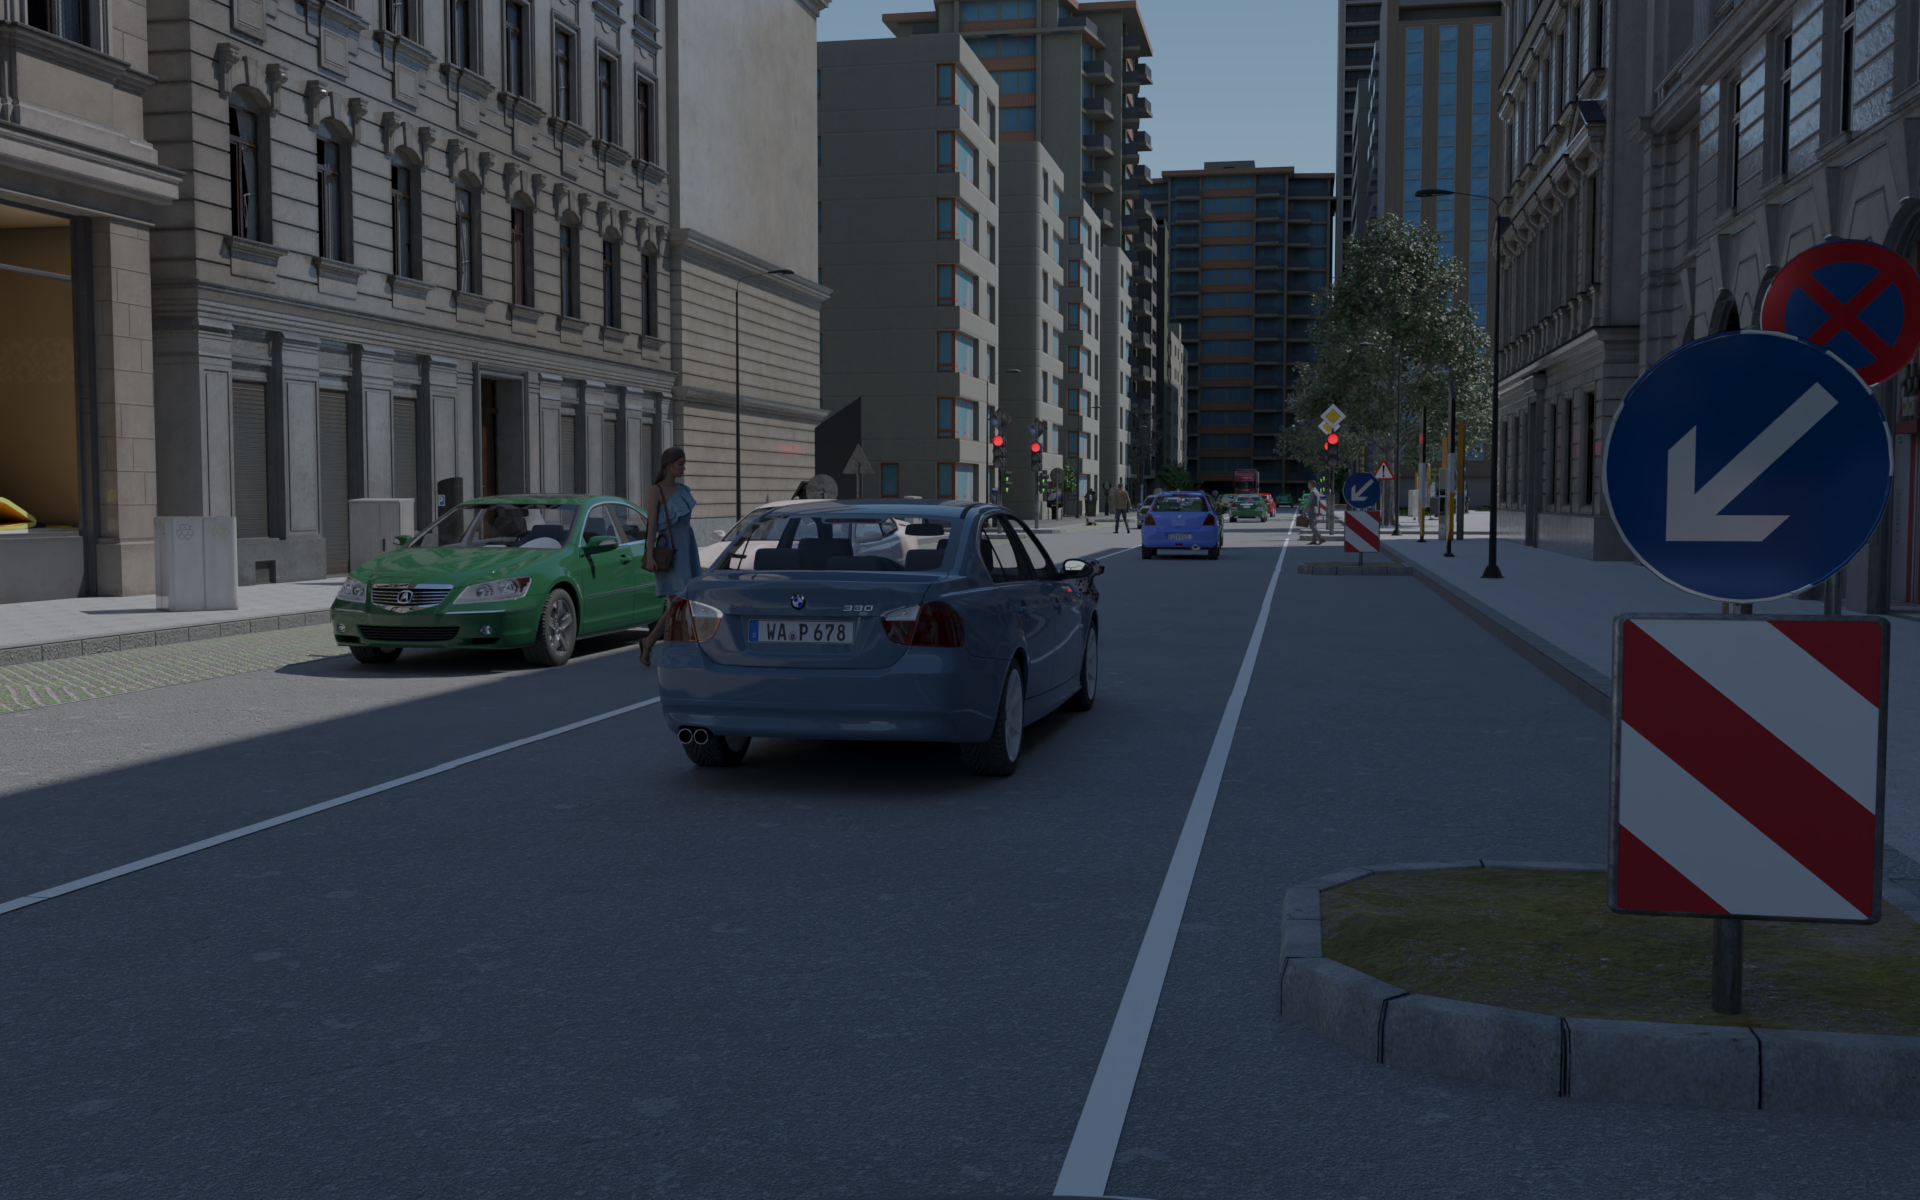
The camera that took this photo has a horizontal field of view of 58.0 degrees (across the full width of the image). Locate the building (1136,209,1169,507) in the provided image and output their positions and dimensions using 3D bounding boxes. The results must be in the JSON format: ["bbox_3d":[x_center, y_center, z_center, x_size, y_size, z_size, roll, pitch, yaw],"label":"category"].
[{"bbox_3d":[13.471,-24.691,175.396,14.160,30.474,14.107,1,4,11],"label":"building"}]

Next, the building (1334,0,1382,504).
[{"bbox_3d":[59.571,-48.198,226.285,20.611,71.187,20.563,1,4,11],"label":"building"}]

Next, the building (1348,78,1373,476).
[{"bbox_3d":[54.501,-34.765,192.114,21.300,48.544,21.600,1,4,11],"label":"building"}]

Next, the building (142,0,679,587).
[{"bbox_3d":[-12.976,-11.197,32.219,9.793,20.994,18.267,1,4,11],"label":"building"}]

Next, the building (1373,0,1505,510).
[{"bbox_3d":[42.314,-30.279,145.173,14.600,45.320,14.200,1,4,11],"label":"building"}]

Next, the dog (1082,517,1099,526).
[{"bbox_3d":[5.862,-3.520,77.745,0.550,0.427,0.748,-2,4,-35],"label":"dog"}]

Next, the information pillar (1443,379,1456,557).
[{"bbox_3d":[9.988,-2.684,35.243,0.183,3.616,0.504,1,4,8],"label":"information pillar"}]

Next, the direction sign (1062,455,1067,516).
[{"bbox_3d":[6.005,-6.549,99.073,0.379,3.537,0.876,0,4,6],"label":"direction sign"}]

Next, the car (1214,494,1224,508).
[{"bbox_3d":[24.470,-9.019,159.256,2.131,1.459,4.920,1,4,12],"label":"car"}]

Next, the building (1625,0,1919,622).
[{"bbox_3d":[15.739,-10.794,18.287,13.314,21.916,24.055,1,4,11],"label":"building"}]

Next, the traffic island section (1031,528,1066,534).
[{"bbox_3d":[2.802,-2.541,63.823,2.009,0.180,2.903,1,4,11],"label":"traffic island section"}]

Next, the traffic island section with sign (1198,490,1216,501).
[{"bbox_3d":[22.860,-9.479,163.610,1.989,1.847,2.006,1,4,11],"label":"traffic island section with sign"}]

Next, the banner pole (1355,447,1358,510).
[{"bbox_3d":[19.332,-5.773,84.412,0.401,3.779,0.863,1,4,16],"label":"banner pole"}]

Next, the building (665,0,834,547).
[{"bbox_3d":[-21.746,-14.119,49.935,34.723,24.649,14.460,1,4,11],"label":"building"}]

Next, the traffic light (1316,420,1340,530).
[{"bbox_3d":[13.106,-4.450,61.677,0.839,4.253,0.868,1,4,11],"label":"traffic light"}]

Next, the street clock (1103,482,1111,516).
[{"bbox_3d":[8.678,-5.981,102.362,0.471,2.002,0.358,-2,4,-24],"label":"street clock"}]

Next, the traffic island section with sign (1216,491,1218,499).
[{"bbox_3d":[28.068,-11.097,190.059,1.989,1.847,2.006,1,4,11],"label":"traffic island section with sign"}]

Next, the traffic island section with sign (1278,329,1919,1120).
[{"bbox_3d":[1.941,0.223,4.976,1.989,1.847,2.006,1,4,11],"label":"traffic island section with sign"}]

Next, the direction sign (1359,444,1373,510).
[{"bbox_3d":[18.238,-5.251,77.855,0.876,3.537,0.379,-2,4,-33],"label":"direction sign"}]

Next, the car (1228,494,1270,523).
[{"bbox_3d":[14.791,-4.704,88.707,2.131,1.459,4.920,1,4,12],"label":"car"}]

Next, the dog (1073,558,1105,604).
[{"bbox_3d":[1.179,-0.005,16.918,0.513,0.831,0.800,1,4,8],"label":"dog"}]

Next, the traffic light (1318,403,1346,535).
[{"bbox_3d":[11.559,-3.971,53.843,0.839,4.253,0.868,1,4,11],"label":"traffic light"}]

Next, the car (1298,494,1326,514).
[{"bbox_3d":[25.300,-7.073,124.447,1.959,1.807,4.718,1,4,11],"label":"car"}]

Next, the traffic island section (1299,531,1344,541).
[{"bbox_3d":[11.596,-1.937,53.949,2.009,0.180,2.903,1,4,11],"label":"traffic island section"}]

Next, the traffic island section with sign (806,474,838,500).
[{"bbox_3d":[-2.794,-1.537,33.763,1.989,1.847,2.006,1,4,11],"label":"traffic island section with sign"}]

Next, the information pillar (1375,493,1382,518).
[{"bbox_3d":[21.294,-5.106,87.972,0.304,2.012,0.304,2,4,30],"label":"information pillar"}]

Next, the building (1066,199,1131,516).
[{"bbox_3d":[-3.548,-16.718,118.377,27.650,21.520,28.899,1,4,11],"label":"building"}]

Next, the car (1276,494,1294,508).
[{"bbox_3d":[34.702,-10.778,185.020,1.959,1.807,4.718,1,4,12],"label":"car"}]

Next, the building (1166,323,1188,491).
[{"bbox_3d":[10.810,-21.701,199.856,28.899,21.520,27.650,1,4,11],"label":"building"}]

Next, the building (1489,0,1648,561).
[{"bbox_3d":[18.465,-10.755,40.473,10.561,19.102,19.286,1,4,11],"label":"building"}]

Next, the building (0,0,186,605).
[{"bbox_3d":[-18.424,-9.317,3.245,10.553,20.767,40.483,1,4,11],"label":"building"}]

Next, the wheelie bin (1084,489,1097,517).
[{"bbox_3d":[7.460,-5.555,98.739,0.693,1.594,0.980,-1,4,-11],"label":"wheelie bin"}]

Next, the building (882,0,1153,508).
[{"bbox_3d":[5.424,-30.585,154.683,22.147,44.769,28.867,1,4,11],"label":"building"}]

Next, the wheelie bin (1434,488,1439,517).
[{"bbox_3d":[26.510,-5.335,95.143,0.980,1.594,0.693,-1,4,-17],"label":"wheelie bin"}]

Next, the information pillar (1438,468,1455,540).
[{"bbox_3d":[13.503,-2.665,48.066,0.304,2.012,0.304,-2,4,-27],"label":"information pillar"}]

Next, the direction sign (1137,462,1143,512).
[{"bbox_3d":[12.872,-8.075,124.020,0.379,3.537,0.876,-1,4,-21],"label":"direction sign"}]

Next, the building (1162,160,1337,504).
[{"bbox_3d":[35.055,-35.230,230.630,28.867,44.769,22.147,1,4,11],"label":"building"}]

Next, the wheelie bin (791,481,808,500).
[{"bbox_3d":[-3.584,-2.039,41.247,0.693,1.594,0.980,2,4,28],"label":"wheelie bin"}]

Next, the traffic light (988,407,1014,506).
[{"bbox_3d":[1.292,-4.093,55.846,0.839,4.253,0.868,1,4,11],"label":"traffic light"}]

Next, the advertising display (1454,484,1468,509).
[{"bbox_3d":[33.471,-6.770,115.897,0.974,1.923,0.123,2,4,34],"label":"advertising display"}]

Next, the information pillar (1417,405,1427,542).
[{"bbox_3d":[12.293,-3.346,46.057,0.183,3.616,0.504,0,4,3],"label":"information pillar"}]

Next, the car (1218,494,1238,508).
[{"bbox_3d":[21.965,-7.965,140.447,2.015,1.641,3.980,1,4,12],"label":"car"}]

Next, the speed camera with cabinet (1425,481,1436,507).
[{"bbox_3d":[34.218,-7.996,125.075,0.660,3.252,2.038,-1,4,-11],"label":"speed camera with cabinet"}]

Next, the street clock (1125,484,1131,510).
[{"bbox_3d":[12.064,-7.328,124.377,0.471,2.002,0.358,0,4,-1],"label":"street clock"}]

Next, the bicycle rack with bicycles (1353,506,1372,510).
[{"bbox_3d":[28.576,-6.599,121.275,2.925,0.926,2.852,0,4,-5],"label":"bicycle rack with bicycles"}]

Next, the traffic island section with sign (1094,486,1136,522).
[{"bbox_3d":[7.924,-4.855,88.015,1.989,1.847,2.006,1,4,11],"label":"traffic island section with sign"}]

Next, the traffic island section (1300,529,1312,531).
[{"bbox_3d":[13.143,-2.416,61.783,2.009,0.180,2.903,1,4,11],"label":"traffic island section"}]

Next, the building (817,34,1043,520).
[{"bbox_3d":[-10.780,-14.509,82.262,27.650,21.520,28.899,1,4,11],"label":"building"}]

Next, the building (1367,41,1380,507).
[{"bbox_3d":[50.700,-33.440,166.357,23.786,49.044,30.456,1,4,11],"label":"building"}]

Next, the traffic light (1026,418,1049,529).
[{"bbox_3d":[2.839,-4.572,63.681,0.839,4.253,0.868,1,4,11],"label":"traffic light"}]

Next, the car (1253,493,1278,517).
[{"bbox_3d":[18.861,-6.098,108.746,2.155,1.783,4.494,1,4,13],"label":"car"}]

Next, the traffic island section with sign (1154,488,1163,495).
[{"bbox_3d":[13.176,-6.483,114.632,1.989,1.847,2.006,1,4,11],"label":"traffic island section with sign"}]

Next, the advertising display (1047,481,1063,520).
[{"bbox_3d":[4.761,-4.994,86.869,0.974,1.923,0.123,3,5,42],"label":"advertising display"}]
